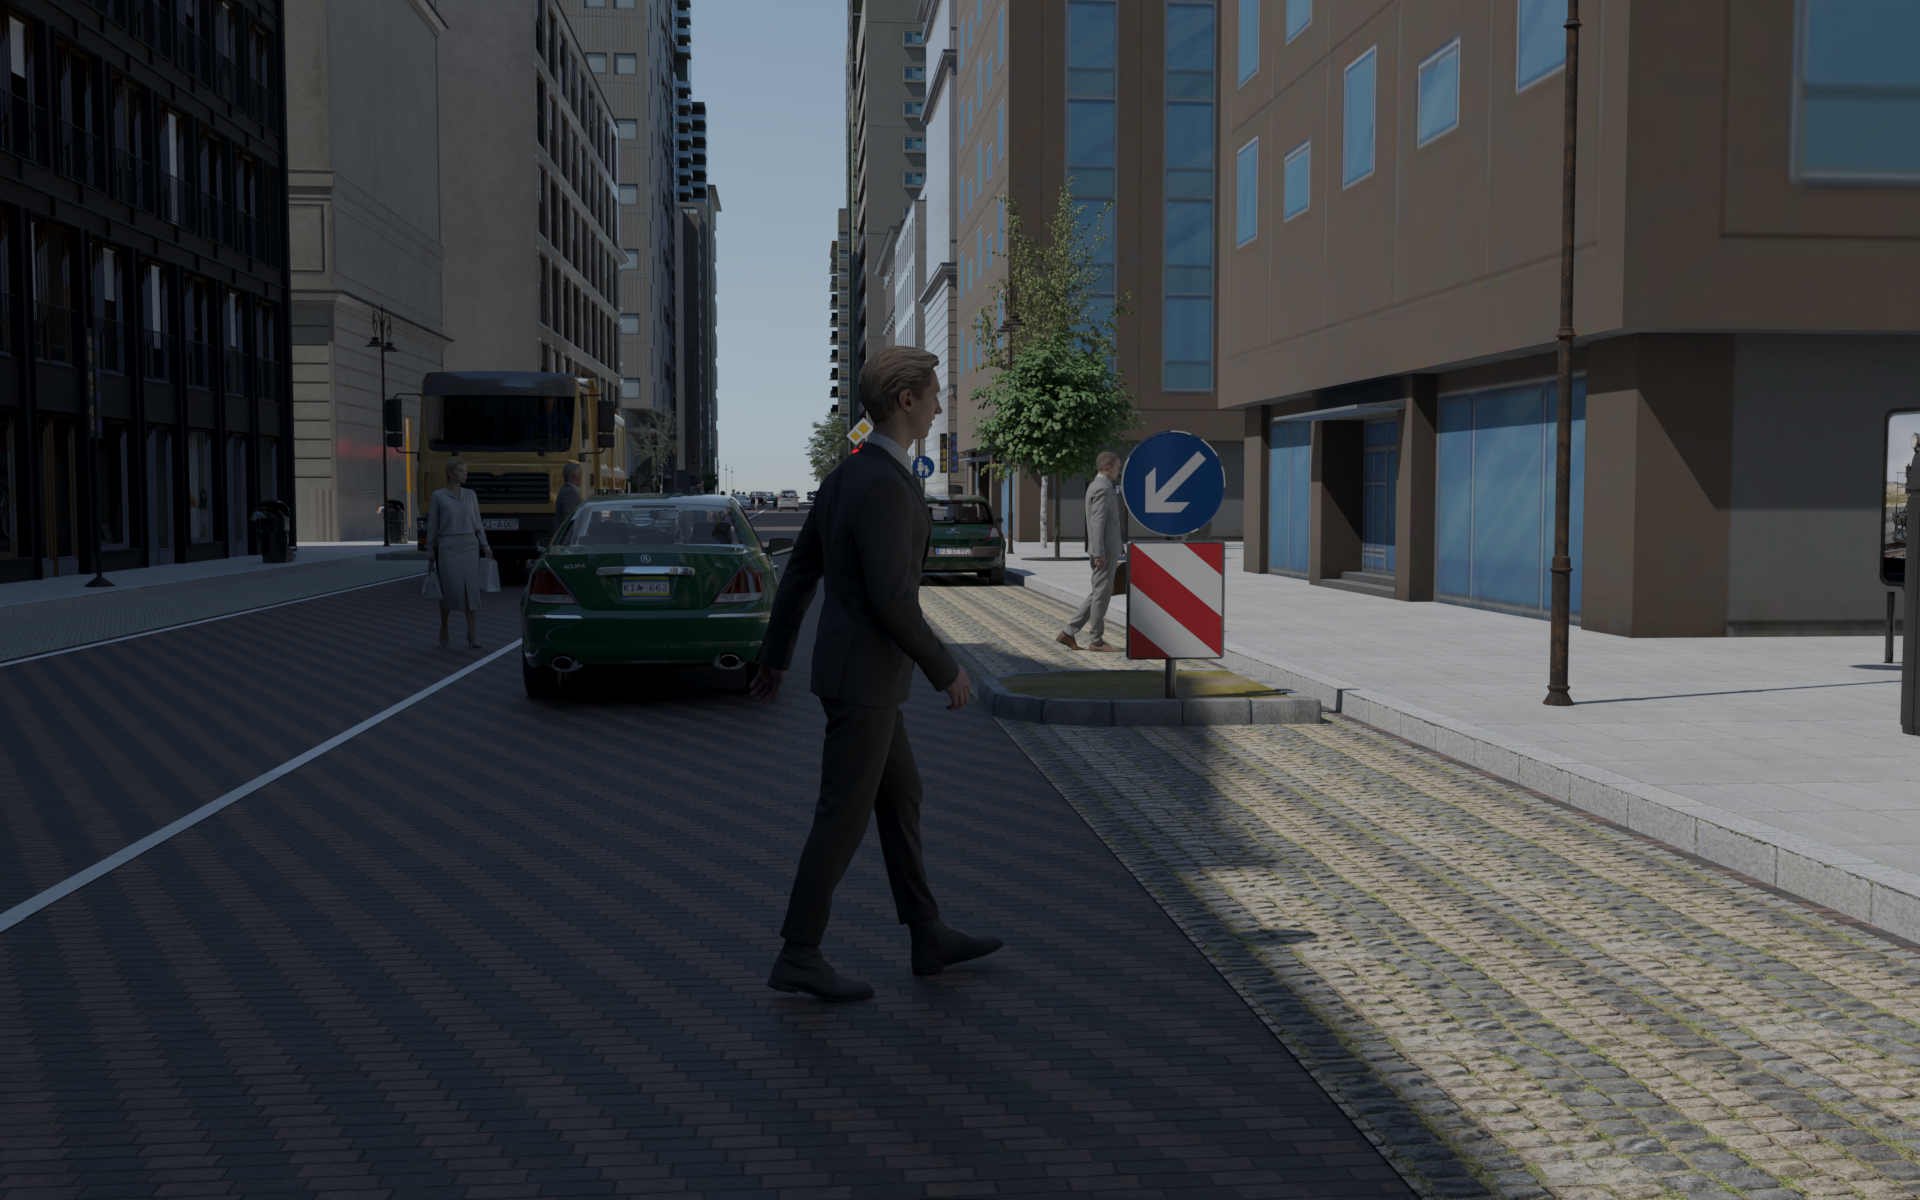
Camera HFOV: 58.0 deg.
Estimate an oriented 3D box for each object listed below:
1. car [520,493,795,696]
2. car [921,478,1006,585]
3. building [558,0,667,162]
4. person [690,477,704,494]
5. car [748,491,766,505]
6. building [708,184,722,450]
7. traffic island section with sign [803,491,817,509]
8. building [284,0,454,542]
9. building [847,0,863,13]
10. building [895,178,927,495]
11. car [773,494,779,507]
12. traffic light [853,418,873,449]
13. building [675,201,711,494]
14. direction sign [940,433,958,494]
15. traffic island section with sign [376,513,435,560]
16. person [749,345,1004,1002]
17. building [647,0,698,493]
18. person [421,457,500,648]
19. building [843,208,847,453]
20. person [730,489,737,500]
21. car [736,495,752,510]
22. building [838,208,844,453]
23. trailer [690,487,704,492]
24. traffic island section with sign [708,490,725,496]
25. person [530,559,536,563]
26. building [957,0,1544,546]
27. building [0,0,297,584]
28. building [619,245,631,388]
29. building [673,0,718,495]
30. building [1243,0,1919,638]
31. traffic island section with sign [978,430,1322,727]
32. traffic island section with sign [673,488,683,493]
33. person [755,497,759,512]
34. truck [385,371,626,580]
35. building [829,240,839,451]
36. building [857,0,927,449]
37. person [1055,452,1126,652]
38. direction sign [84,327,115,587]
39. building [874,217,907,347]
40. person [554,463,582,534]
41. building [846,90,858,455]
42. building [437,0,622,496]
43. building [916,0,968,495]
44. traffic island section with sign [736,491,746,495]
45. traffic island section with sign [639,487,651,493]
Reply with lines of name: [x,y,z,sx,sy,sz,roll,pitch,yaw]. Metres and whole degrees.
car: [-2.367,-0.124,13.820,2.131,1.459,4.920,0,4,-7]
car: [-0.239,-1.143,28.480,2.009,1.686,4.222,0,4,-4]
building: [-40.872,-34.752,157.426,28.713,52.752,27.495,0,4,-5]
person: [-6.327,-2.086,42.418,0.447,1.846,0.655,1,4,14]
car: [-25.773,-12.894,219.496,2.281,1.827,5.304,0,4,-6]
building: [-54.033,-42.613,285.954,28.713,52.752,27.495,0,4,-5]
traffic island section with sign: [-16.676,-11.565,197.714,1.989,1.847,2.006,0,4,-5]
building: [-31.456,-13.346,51.486,30.059,22.955,16.112,0,4,-5]
building: [-5.299,-47.252,210.828,20.563,71.187,20.611,0,4,-5]
building: [2.014,-14.908,98.491,10.420,20.320,16.860,0,4,-5]
car: [-20.053,-11.358,194.497,1.959,1.807,4.718,0,4,-4]
traffic light: [-3.558,-4.576,63.737,0.839,4.253,0.868,0,4,-5]
building: [-41.459,-33.754,235.473,14.154,41.232,14.086,0,4,-5]
direction sign: [-0.412,-4.424,64.331,0.876,3.537,0.379,3,5,41]
traffic island section with sign: [-11.648,-1.808,38.194,1.989,1.847,2.006,0,4,-5]
person: [-0.197,0.200,5.000,0.755,1.850,0.659,-1,4,-17]
building: [-38.291,-45.442,181.227,20.563,71.187,20.611,0,4,-5]
person: [-4.704,-0.455,16.290,0.694,1.780,0.624,-1,4,-20]
building: [-5.482,-31.205,193.793,14.154,41.232,14.086,0,4,-5]
person: [-16.675,-7.277,127.698,0.478,1.798,0.641,2,4,30]
car: [-19.990,-8.885,157.631,2.083,1.381,4.827,0,4,-7]
building: [-10.594,-34.637,249.902,14.154,41.232,14.086,0,4,-5]
trailer: [-20.239,-7.709,133.088,1.471,1.999,3.904,0,4,-6]
traffic island section with sign: [-24.160,-9.790,168.698,1.989,1.847,2.006,0,4,-5]
person: [-9.004,-1.642,35.768,0.576,1.772,0.534,0,4,-3]
building: [7.447,-24.561,51.691,14.600,45.320,14.200,0,4,-5]
building: [-20.264,-12.238,29.762,12.332,23.373,15.834,0,4,-5]
building: [-28.529,-17.015,114.346,11.583,22.565,21.152,0,4,-5]
building: [-47.141,-57.712,256.255,22.319,86.520,31.000,0,4,-5]
building: [11.853,-22.702,21.293,14.600,45.320,14.200,0,4,-5]
traffic island section with sign: [1.156,-0.180,11.565,1.989,1.847,2.006,0,4,-5]
traffic island section with sign: [-19.538,-6.839,120.440,1.989,1.847,2.006,0,4,-5]
person: [-16.070,-7.575,137.373,0.382,1.210,0.505,-2,4,-24]
truck: [-7.521,-2.110,30.421,3.469,3.379,9.791,0,4,-7]
building: [-10.832,-38.982,291.972,22.147,44.769,28.867,0,4,-5]
building: [1.473,-32.905,161.700,21.300,48.544,21.600,0,4,-5]
person: [1.301,-0.429,15.634,0.853,1.813,0.709,0,4,-4]
direction sign: [-11.937,-1.953,23.923,0.379,3.537,0.876,-1,4,-16]
building: [-0.964,-16.883,126.941,10.553,20.767,40.483,0,4,-5]
person: [-4.236,-0.628,19.162,0.834,1.777,0.661,-2,4,-28]
building: [-4.190,-30.317,179.273,14.154,41.232,14.086,0,4,-5]
building: [-28.453,-17.247,86.510,19.350,26.468,34.151,0,4,-5]
building: [8.501,-17.954,79.456,20.117,28.700,13.634,0,4,-5]
traffic island section with sign: [-34.657,-16.490,278.230,1.989,1.847,2.006,0,4,-5]
traffic island section with sign: [-16.943,-5.190,93.478,1.989,1.847,2.006,0,4,-5]
